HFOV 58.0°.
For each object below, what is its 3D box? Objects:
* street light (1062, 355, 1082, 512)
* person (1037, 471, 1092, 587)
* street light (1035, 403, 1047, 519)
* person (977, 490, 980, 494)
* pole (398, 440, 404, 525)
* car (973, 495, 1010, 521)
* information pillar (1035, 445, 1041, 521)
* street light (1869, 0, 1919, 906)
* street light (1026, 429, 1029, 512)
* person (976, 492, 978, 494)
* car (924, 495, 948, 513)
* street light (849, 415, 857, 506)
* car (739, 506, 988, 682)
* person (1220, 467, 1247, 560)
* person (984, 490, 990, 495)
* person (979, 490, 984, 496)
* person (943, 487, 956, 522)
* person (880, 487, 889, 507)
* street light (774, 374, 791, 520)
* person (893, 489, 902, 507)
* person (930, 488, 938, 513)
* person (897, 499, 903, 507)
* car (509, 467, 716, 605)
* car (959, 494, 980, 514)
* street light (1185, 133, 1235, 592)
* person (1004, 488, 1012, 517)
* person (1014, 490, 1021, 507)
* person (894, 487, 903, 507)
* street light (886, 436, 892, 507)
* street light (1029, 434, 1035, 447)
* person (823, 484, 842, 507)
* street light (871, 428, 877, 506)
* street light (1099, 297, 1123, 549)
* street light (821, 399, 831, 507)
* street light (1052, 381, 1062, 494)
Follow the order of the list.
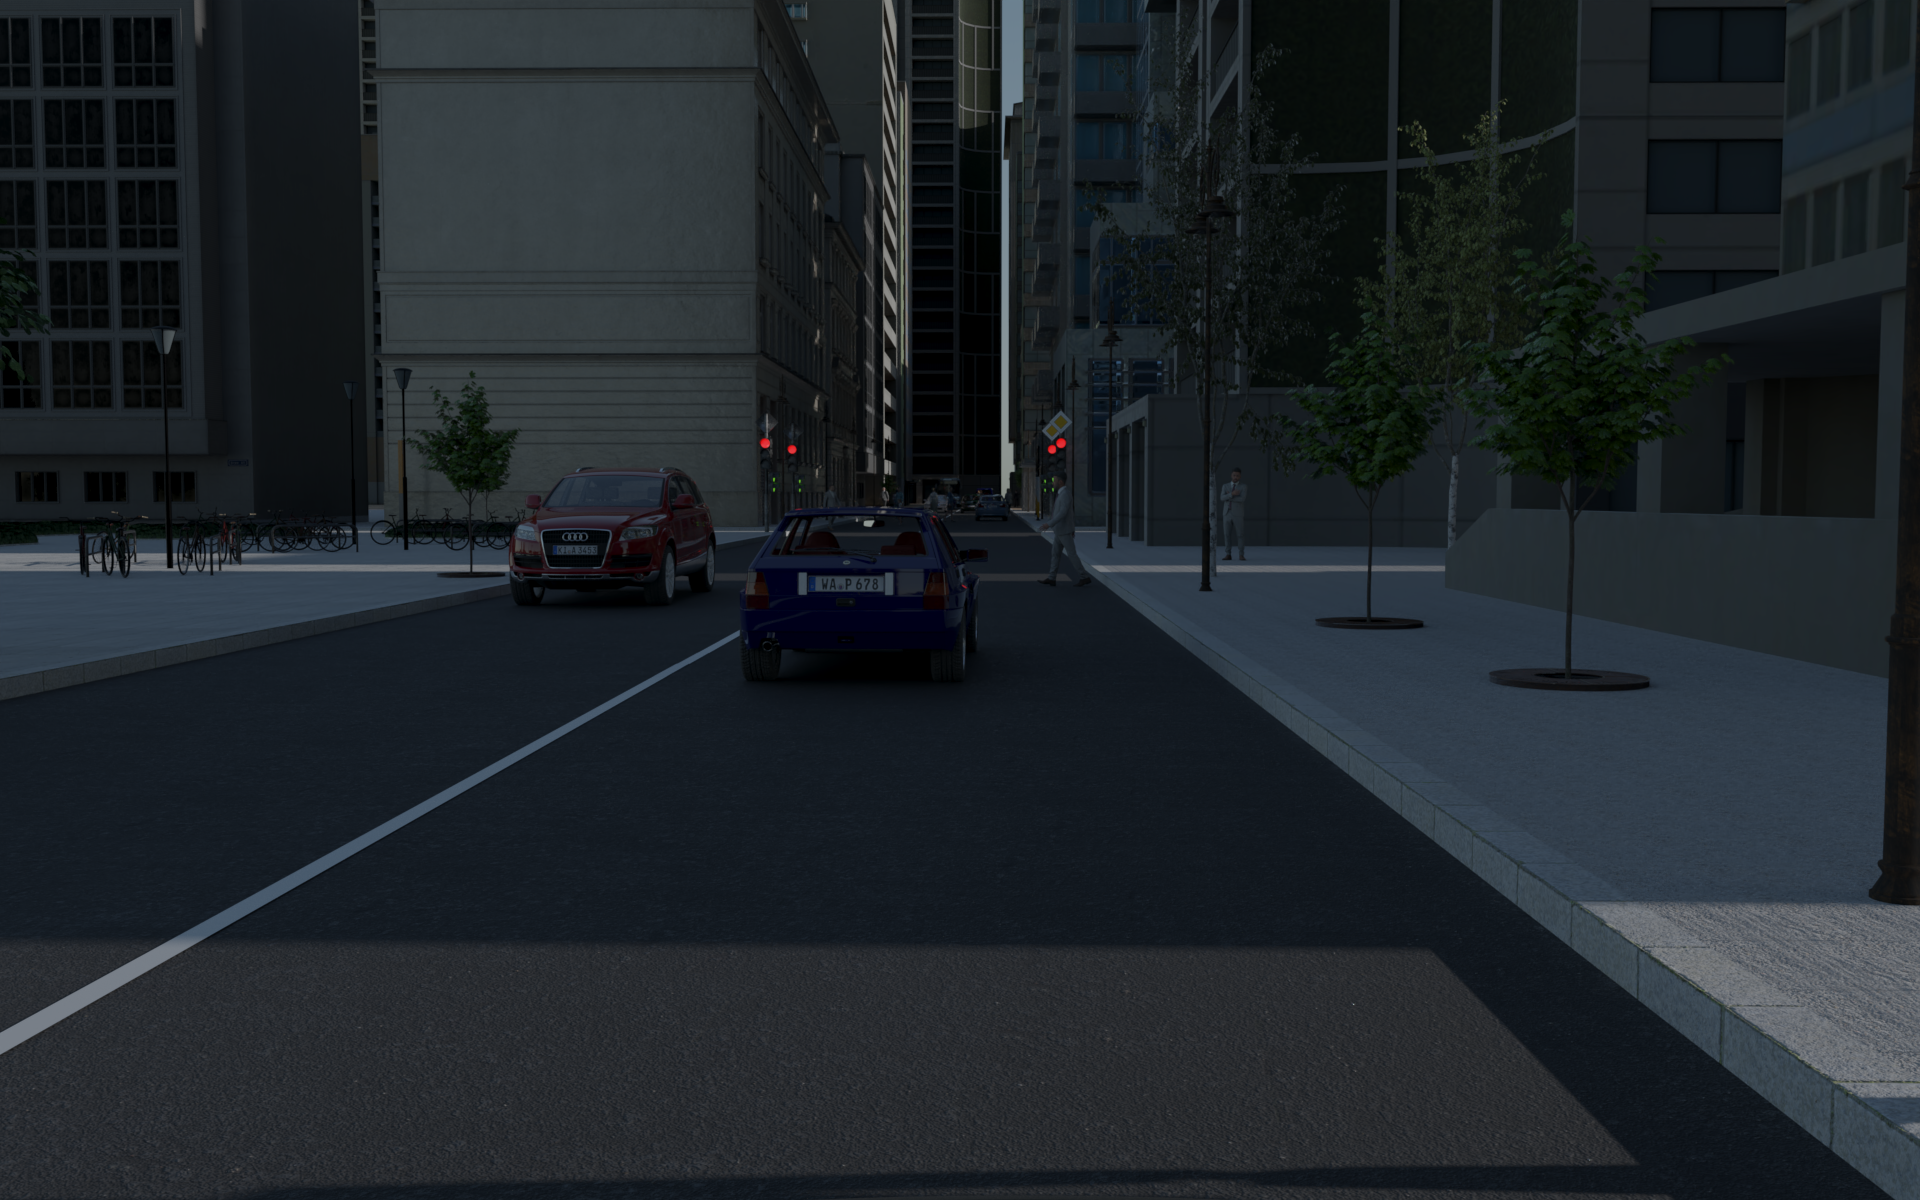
[{"bbox_3d":[3.777,-5.200,57.803,0.468,5.910,1.993,0,4,1],"label":"street light"},{"bbox_3d":[1.621,-1.106,26.864,0.850,1.792,0.678,0,4,3],"label":"person"},{"bbox_3d":[4.185,-7.048,88.019,0.468,5.910,1.993,0,4,1],"label":"street light"},{"bbox_3d":[1.577,-8.533,148.017,0.705,1.823,1.348,-3,4,-38],"label":"person"},{"bbox_3d":[-21.165,-4.389,65.606,0.158,3.312,0.155,0,3,0],"label":"pole"},{"bbox_3d":[1.688,-4.980,93.423,2.014,1.417,4.499,0,3,0],"label":"car"},{"bbox_3d":[3.744,-5.636,83.495,0.183,3.616,0.504,-1,4,-11],"label":"information pillar"},{"bbox_3d":[2.978,-1.989,5.306,0.468,5.910,1.993,0,4,1],"label":"street light"},{"bbox_3d":[4.887,-9.237,123.805,0.468,5.910,1.993,0,4,1],"label":"street light"},{"bbox_3d":[1.921,-10.761,185.222,0.721,1.735,1.217,2,4,27],"label":"person"},{"bbox_3d":[-1.790,-7.567,136.077,2.083,1.381,4.827,0,4,3],"label":"car"},{"bbox_3d":[-6.243,-7.891,101.808,0.468,5.910,1.993,0,4,1],"label":"street light"},{"bbox_3d":[-0.749,-0.123,14.599,1.945,1.354,3.894,0,4,3],"label":"car"},{"bbox_3d":[5.289,-1.667,33.475,0.511,1.800,0.466,1,4,8],"label":"person"},{"bbox_3d":[2.527,-9.423,162.524,1.348,1.831,0.705,1,4,19],"label":"person"},{"bbox_3d":[1.734,-8.306,144.847,0.990,1.755,0.434,0,4,4],"label":"person"},{"bbox_3d":[-0.532,-4.932,89.156,0.654,1.822,0.581,2,4,31],"label":"person"},{"bbox_3d":[-5.588,-7.373,126.992,0.661,1.777,0.834,1,4,18],"label":"person"},{"bbox_3d":[-6.833,-5.754,66.863,0.468,5.910,1.993,0,4,1],"label":"street light"},{"bbox_3d":[-3.677,-5.646,101.652,0.563,1.720,0.643,0,4,-3],"label":"person"},{"bbox_3d":[-1.534,-5.650,101.107,0.478,1.798,0.641,1,4,12],"label":"person"},{"bbox_3d":[-2.729,-4.108,80.677,0.382,1.210,0.505,-1,4,-19],"label":"person"},{"bbox_3d":[-4.695,-0.937,23.992,2.281,1.827,5.304,0,4,1],"label":"car"},{"bbox_3d":[0.907,-7.213,127.720,2.009,1.686,4.222,0,4,1],"label":"car"},{"bbox_3d":[3.246,-3.053,22.702,0.468,5.910,1.993,0,4,1],"label":"street light"},{"bbox_3d":[2.923,-6.004,106.846,0.709,1.800,0.728,-1,4,-18],"label":"person"},{"bbox_3d":[5.582,-9.904,168.778,0.742,1.727,0.445,-3,5,-44],"label":"person"},{"bbox_3d":[-3.468,-5.633,100.463,0.748,1.841,0.638,-2,4,-32],"label":"person"},{"bbox_3d":[-5.613,-10.014,136.521,0.468,5.910,1.993,0,4,1],"label":"street light"},{"bbox_3d":[4.683,-8.164,106.267,0.468,5.910,1.993,0,4,1],"label":"street light"},{"bbox_3d":[-5.035,-3.645,68.215,0.709,1.813,0.853,-3,5,-44],"label":"person"},{"bbox_3d":[-5.902,-8.939,118.938,0.468,5.910,1.993,0,4,1],"label":"street light"},{"bbox_3d":[3.531,-4.152,40.672,0.468,5.910,1.993,0,4,1],"label":"street light"},{"bbox_3d":[-6.513,-6.837,84.570,0.468,5.910,1.993,0,4,1],"label":"street light"},{"bbox_3d":[4.002,-5.990,70.731,0.468,5.910,1.993,0,4,1],"label":"street light"}]
